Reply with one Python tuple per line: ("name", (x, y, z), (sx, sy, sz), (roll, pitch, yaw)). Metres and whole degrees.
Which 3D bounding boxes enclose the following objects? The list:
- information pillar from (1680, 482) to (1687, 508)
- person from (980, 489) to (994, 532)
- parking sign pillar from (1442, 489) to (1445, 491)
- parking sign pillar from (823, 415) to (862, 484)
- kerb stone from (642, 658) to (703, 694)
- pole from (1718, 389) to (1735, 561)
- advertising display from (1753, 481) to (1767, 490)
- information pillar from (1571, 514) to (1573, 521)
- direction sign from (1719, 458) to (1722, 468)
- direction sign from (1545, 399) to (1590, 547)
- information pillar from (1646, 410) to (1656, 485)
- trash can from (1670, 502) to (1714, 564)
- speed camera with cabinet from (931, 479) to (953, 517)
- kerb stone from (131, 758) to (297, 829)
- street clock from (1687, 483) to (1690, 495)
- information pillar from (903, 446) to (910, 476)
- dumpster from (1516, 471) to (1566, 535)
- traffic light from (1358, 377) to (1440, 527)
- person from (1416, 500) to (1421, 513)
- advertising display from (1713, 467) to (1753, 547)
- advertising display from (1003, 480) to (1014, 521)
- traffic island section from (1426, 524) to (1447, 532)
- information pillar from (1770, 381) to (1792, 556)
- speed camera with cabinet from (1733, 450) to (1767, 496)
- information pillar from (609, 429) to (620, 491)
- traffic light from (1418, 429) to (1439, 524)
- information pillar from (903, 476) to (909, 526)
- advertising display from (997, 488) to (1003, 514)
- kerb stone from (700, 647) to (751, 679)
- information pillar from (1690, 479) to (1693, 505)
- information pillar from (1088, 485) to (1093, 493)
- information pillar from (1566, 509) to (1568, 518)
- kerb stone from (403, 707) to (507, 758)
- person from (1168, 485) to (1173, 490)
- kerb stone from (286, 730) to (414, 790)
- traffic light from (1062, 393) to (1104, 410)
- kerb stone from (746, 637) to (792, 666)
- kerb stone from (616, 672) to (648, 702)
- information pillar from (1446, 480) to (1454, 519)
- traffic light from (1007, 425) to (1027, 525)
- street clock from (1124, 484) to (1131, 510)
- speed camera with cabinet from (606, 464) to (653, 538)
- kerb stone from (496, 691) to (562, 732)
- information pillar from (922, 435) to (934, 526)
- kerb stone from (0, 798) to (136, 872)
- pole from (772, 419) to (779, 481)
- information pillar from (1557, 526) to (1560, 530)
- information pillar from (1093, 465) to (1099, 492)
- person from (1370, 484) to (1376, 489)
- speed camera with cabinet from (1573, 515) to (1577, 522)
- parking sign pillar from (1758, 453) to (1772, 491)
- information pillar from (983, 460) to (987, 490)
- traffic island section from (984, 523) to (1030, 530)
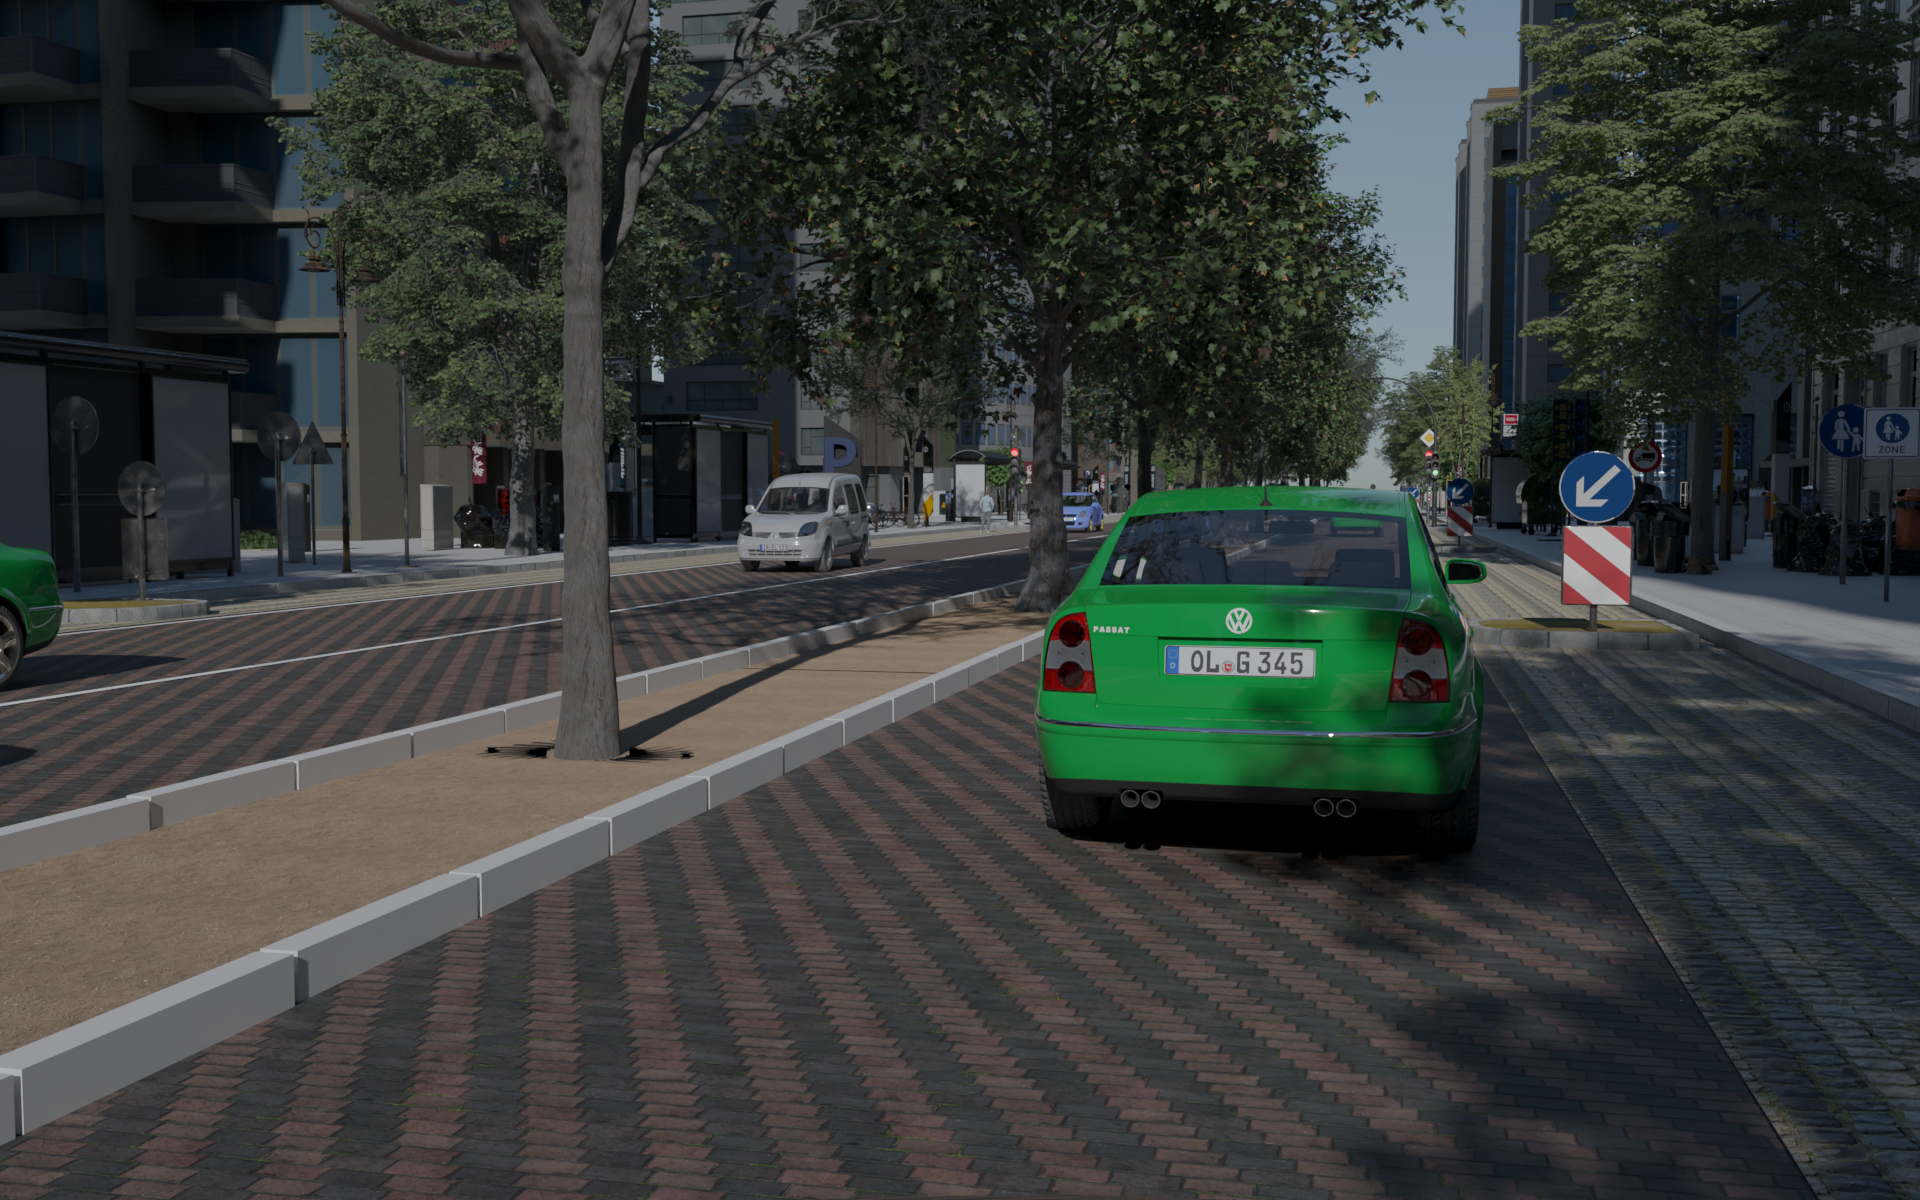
("information pillar", (44.071, -6.175, 105.460), (0.304, 2.012, 0.304), (3, 5, 41))
("person", (1.009, -3.297, 64.213), (0.589, 1.601, 0.330), (2, 4, 28))
("parking sign pillar", (40.858, -9.563, 144.828), (1.447, 3.967, 1.447), (-3, 4, -37))
("parking sign pillar", (-4.004, -4.317, 59.048), (1.447, 3.967, 1.447), (0, 4, 3))
("kerb stone", (-2.164, 0.574, 12.818), (0.120, 0.150, 1.000), (1, 4, 13))
("pole", (14.714, -2.409, 33.223), (0.158, 3.312, 0.155), (0, 3, 0))
("advertising display", (38.161, -4.751, 82.896), (0.123, 1.923, 0.974), (-1, 4, -23))
("information pillar", (29.281, -4.770, 82.485), (0.304, 2.012, 0.304), (1, 4, 17))
("direction sign", (47.905, -7.115, 108.333), (0.876, 3.537, 0.379), (1, 4, 15))
("direction sign", (14.623, -3.028, 41.507), (0.876, 3.537, 0.379), (0, 4, -2))
("information pillar", (18.553, -3.376, 46.555), (0.183, 3.616, 0.504), (3, 4, 37))
("trash can", (13.547, -1.250, 32.089), (0.748, 1.137, 0.748), (0, 3, 0))
("speed camera with cabinet", (-0.612, -6.225, 96.107), (2.038, 3.252, 0.660), (-3, 4, -38))
("kerb stone", (-3.370, 0.878, 7.841), (0.120, 0.150, 1.000), (1, 4, 13))
("street clock", (46.596, -6.527, 111.279), (0.471, 2.002, 0.358), (1, 4, 17))
("information pillar", (-2.633, -5.754, 85.433), (0.183, 3.616, 0.504), (3, 5, 41))
("dumpster", (18.358, -3.181, 54.503), (1.502, 2.255, 1.985), (1, 4, 13))
("traffic light", (16.260, -5.662, 67.234), (4.771, 5.953, 1.251), (1, 4, 13))
("person", (14.864, -2.643, 56.395), (0.352, 1.250, 0.332), (3, 4, 37))
("advertising display", (18.688, -2.261, 42.186), (0.974, 1.923, 0.123), (2, 4, 34))
("advertising display", (2.567, -5.200, 90.240), (0.123, 1.923, 0.974), (-1, 4, -13))
("traffic island section", (18.352, -2.735, 66.991), (2.009, 0.180, 2.903), (1, 4, 13))
("information pillar", (16.929, -2.713, 35.711), (0.504, 3.616, 0.183), (-2, 4, -30))
("speed camera with cabinet", (35.184, -5.079, 77.382), (0.660, 3.252, 2.038), (-1, 4, -15))
("information pillar", (-9.134, -3.330, 45.803), (0.183, 3.616, 0.504), (1, 4, 14))
("traffic light", (20.181, -5.243, 74.651), (0.839, 4.253, 0.868), (1, 4, 13))
("information pillar", (-2.099, -4.024, 70.278), (0.304, 2.012, 0.304), (2, 4, 31))
("advertising display", (2.573, -6.393, 109.747), (0.123, 1.923, 0.974), (1, 4, 21))
("kerb stone", (-1.924, 0.513, 13.819), (0.120, 0.150, 1.000), (1, 4, 13))
("information pillar", (36.760, -5.033, 86.774), (0.304, 2.012, 0.304), (1, 4, 13))
("information pillar", (11.139, -8.772, 147.912), (0.304, 2.012, 0.304), (0, 4, -8))
("information pillar", (31.995, -6.137, 91.695), (0.504, 3.616, 0.183), (-2, 4, -24))
("kerb stone", (-2.888, 0.758, 9.836), (0.120, 0.150, 1.000), (1, 4, 13))
("person", (9.368, -4.201, 77.062), (0.514, 1.842, 0.818), (1, 4, 10))
("kerb stone", (-3.125, 0.818, 8.834), (0.120, 0.150, 1.000), (1, 4, 13))
("traffic light", (6.225, -6.321, 78.013), (4.771, 5.953, 1.251), (1, 4, 13))
("kerb stone", (-1.680, 0.451, 14.822), (0.120, 0.150, 1.000), (1, 4, 13))
("kerb stone", (-2.408, 0.634, 11.824), (0.120, 0.150, 1.000), (1, 4, 13))
("information pillar", (25.267, -5.187, 89.296), (0.304, 2.012, 0.304), (3, 4, 38))
("traffic light", (2.304, -5.002, 70.703), (0.839, 4.253, 0.868), (1, 4, 13))
("street clock", (11.882, -7.246, 123.046), (0.471, 2.002, 0.358), (0, 4, 5))
("speed camera with cabinet", (-9.956, -3.431, 50.427), (2.038, 3.252, 0.660), (-2, 4, -33))
("kerb stone", (-2.649, 0.695, 10.830), (0.120, 0.150, 1.000), (1, 4, 13))
("information pillar", (-1.270, -4.749, 68.997), (0.504, 3.616, 0.183), (3, 5, 41))
("kerb stone", (-3.598, 0.943, 6.840), (0.120, 0.150, 1.000), (1, 4, 13))
("pole", (-5.004, -3.255, 47.060), (0.158, 3.312, 0.155), (0, 3, 0))
("information pillar", (21.471, -4.328, 62.117), (0.183, 3.616, 0.504), (2, 4, 24))
("information pillar", (10.826, -8.972, 138.042), (0.504, 3.616, 0.183), (0, 4, 2))
("person", (15.216, -3.371, 63.792), (0.419, 1.800, 0.721), (1, 4, 21))
("speed camera with cabinet", (32.189, -5.755, 88.422), (2.038, 3.252, 0.660), (0, 4, -2))
("parking sign pillar", (51.241, -7.423, 109.840), (1.447, 3.967, 1.447), (-1, 4, -12))
("information pillar", (1.628, -7.513, 114.199), (0.183, 3.616, 0.504), (-2, 4, -32))
("traffic island section", (2.268, -2.970, 70.846), (2.009, 0.180, 2.903), (1, 4, 13))
